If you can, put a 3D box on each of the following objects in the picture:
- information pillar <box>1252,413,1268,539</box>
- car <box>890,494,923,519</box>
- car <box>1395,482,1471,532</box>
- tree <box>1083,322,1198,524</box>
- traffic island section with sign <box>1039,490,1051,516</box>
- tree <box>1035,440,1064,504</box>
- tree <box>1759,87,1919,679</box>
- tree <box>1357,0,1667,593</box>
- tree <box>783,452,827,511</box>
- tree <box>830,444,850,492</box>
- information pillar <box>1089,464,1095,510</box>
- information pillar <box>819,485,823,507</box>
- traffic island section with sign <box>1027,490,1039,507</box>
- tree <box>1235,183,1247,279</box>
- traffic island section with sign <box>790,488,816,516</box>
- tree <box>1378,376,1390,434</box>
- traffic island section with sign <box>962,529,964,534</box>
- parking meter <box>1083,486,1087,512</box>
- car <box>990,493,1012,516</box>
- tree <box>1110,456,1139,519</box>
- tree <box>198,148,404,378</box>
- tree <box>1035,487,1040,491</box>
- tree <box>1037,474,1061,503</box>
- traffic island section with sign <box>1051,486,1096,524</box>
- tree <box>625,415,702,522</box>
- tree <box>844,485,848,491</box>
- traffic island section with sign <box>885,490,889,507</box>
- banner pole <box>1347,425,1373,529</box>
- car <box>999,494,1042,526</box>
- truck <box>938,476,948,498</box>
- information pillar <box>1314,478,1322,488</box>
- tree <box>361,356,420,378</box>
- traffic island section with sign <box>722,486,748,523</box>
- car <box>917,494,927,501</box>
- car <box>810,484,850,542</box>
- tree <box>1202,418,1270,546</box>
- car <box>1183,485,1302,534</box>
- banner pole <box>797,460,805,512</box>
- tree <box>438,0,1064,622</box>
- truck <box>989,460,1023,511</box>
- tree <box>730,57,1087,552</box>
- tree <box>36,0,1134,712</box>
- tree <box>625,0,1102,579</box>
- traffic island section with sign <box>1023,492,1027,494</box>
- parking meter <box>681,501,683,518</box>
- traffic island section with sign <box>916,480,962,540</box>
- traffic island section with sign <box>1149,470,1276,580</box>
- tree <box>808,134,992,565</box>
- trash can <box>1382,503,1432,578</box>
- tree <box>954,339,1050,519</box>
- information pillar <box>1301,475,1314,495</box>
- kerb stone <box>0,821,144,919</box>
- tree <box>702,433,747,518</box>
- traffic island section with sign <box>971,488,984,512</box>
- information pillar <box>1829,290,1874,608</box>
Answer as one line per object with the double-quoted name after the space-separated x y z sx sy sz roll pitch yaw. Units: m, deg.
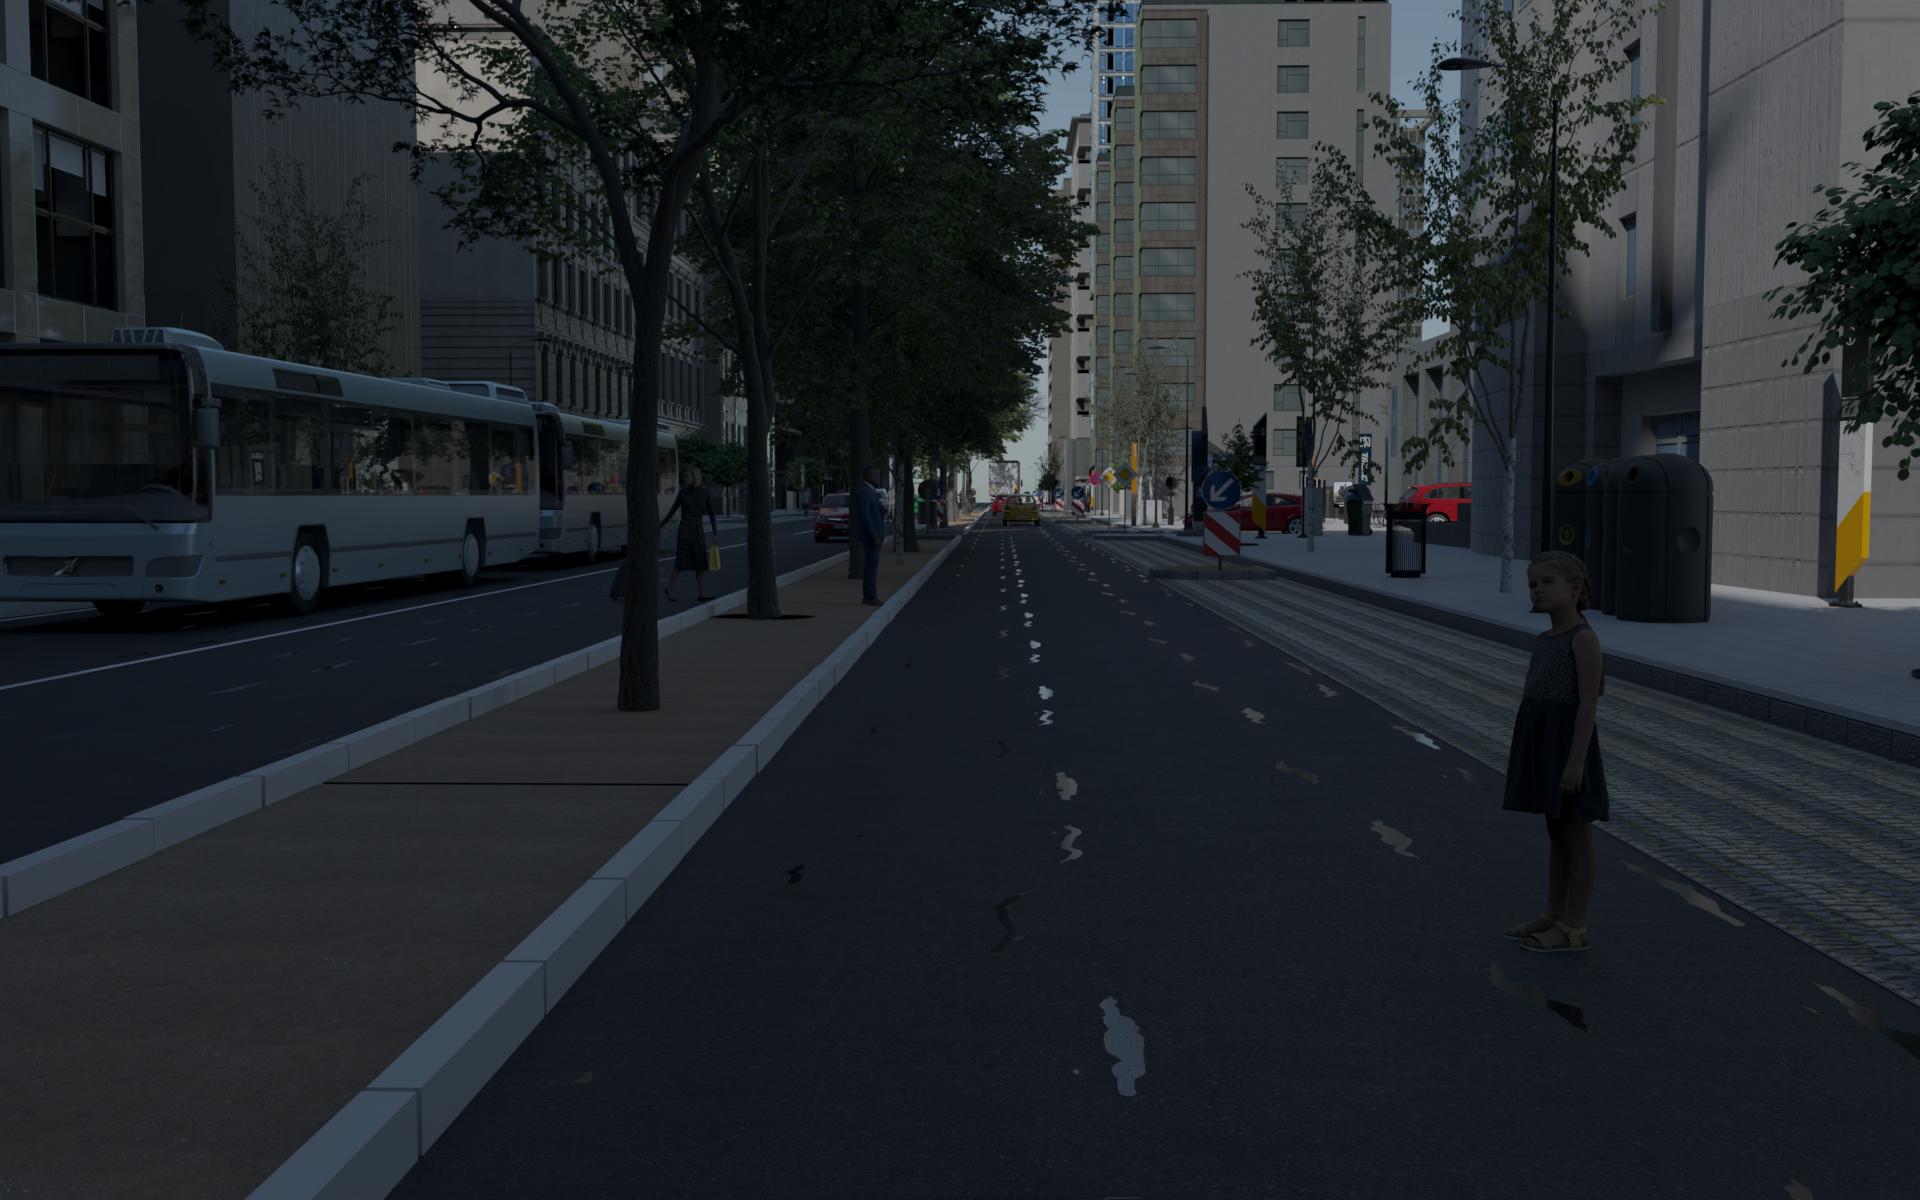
8.612 -3.572 49.761 0.504 3.616 0.183 -2 4 -34 "information pillar"
-3.074 -5.546 99.475 1.959 1.807 4.718 0 3 0 "car"
17.014 -2.966 57.174 5.304 1.827 2.281 0 4 1 "car"
7.620 -7.581 74.317 4.360 8.622 3.978 0 3 0 "tree"
6.250 -6.289 111.445 1.989 1.847 2.006 0 4 1 "traffic island section with sign"
12.138 -17.176 231.183 4.737 8.622 4.395 0 3 0 "tree"
7.343 -1.721 11.846 4.285 4.588 4.351 0 3 0 "tree"
6.985 -4.414 22.532 4.737 8.622 4.395 0 3 0 "tree"
-11.796 -9.078 132.141 4.285 4.588 4.351 0 3 0 "tree"
-10.527 -13.301 167.840 4.360 8.622 3.978 0 3 0 "tree"
10.370 -8.863 136.269 0.504 3.616 0.183 -2 4 -29 "information pillar"
-10.951 -8.085 136.681 0.304 2.012 0.304 0 4 1 "information pillar"
7.455 -9.352 161.529 1.989 1.847 2.006 0 4 1 "traffic island section with sign"
7.940 -5.373 38.211 4.737 8.622 4.395 0 3 0 "tree"
-9.957 -6.347 112.403 1.989 1.847 2.006 0 4 1 "traffic island section with sign"
24.554 -8.739 93.239 4.360 8.622 3.978 0 3 0 "tree"
-0.868 -3.305 62.167 2.006 1.907 1.989 0 4 1 "traffic island section with sign"
9.106 -7.317 125.343 0.399 1.863 0.255 -2 4 -25 "parking meter"
3.061 -6.474 114.895 2.155 1.783 4.494 0 4 3 "car"
8.319 -5.762 88.817 1.663 3.219 1.824 0 3 0 "tree"
-13.782 -5.297 36.971 4.360 8.622 3.978 0 3 0 "tree"
13.304 -18.034 289.460 1.663 3.219 1.824 0 3 0 "tree"
12.231 -15.540 237.784 4.285 4.588 4.351 0 3 0 "tree"
5.607 -4.640 84.498 1.989 1.847 2.006 0 4 1 "traffic island section with sign"
-13.314 -5.288 70.174 4.285 4.588 4.351 0 3 0 "tree"
-11.251 -11.911 189.339 1.663 3.219 1.824 0 3 0 "tree"
-8.080 -11.077 189.737 1.989 1.847 2.006 0 4 1 "traffic island section with sign"
14.556 -4.464 63.001 0.863 3.779 0.401 1 4 20 "banner pole"
2.794 -4.245 79.623 2.015 1.641 3.980 0 4 1 "car"
-2.773 -17.616 276.939 2.839 4.237 11.283 0 3 0 "truck"
16.474 -4.615 79.942 0.304 2.012 0.304 -2 4 -32 "information pillar"
-13.819 -3.531 41.444 4.285 4.588 4.351 0 3 0 "tree"
-10.603 -4.699 85.456 1.989 1.847 2.006 0 4 1 "traffic island section with sign"
-4.259 -11.166 194.365 2.131 1.459 4.920 0 4 1 "car"
-3.460 -2.684 52.931 2.155 1.783 4.494 0 4 -1 "car"
7.071 -2.980 43.321 1.663 3.219 1.824 0 3 0 "tree"
9.674 -2.977 57.711 4.494 1.783 2.155 0 4 2 "car"
-11.651 -8.396 127.295 0.401 3.779 0.863 3 4 37 "banner pole"
-2.364 -5.590 19.613 9.928 11.665 9.643 0 3 0 "tree"
3.897 -9.795 149.054 2.839 4.237 11.283 0 4 3 "truck"
-1.322 -8.137 42.145 9.857 13.997 8.962 0 3 0 "tree"
-2.156 -4.521 10.789 8.767 10.594 7.601 0 4 1 "tree"
-1.583 -6.592 28.358 7.486 12.596 7.792 0 3 0 "tree"
8.134 -11.052 189.330 1.989 1.847 2.006 0 4 1 "traffic island section with sign"
-13.320 -4.611 83.806 0.372 1.533 0.369 0 3 0 "parking meter"
-1.056 -2.852 54.762 2.006 1.907 1.989 0 4 1 "traffic island section with sign"
4.275 -1.288 29.682 1.989 1.847 2.006 0 4 1 "traffic island section with sign"
-1.246 -5.013 34.787 4.737 8.622 4.395 0 3 0 "tree"
6.874 -0.920 26.692 0.748 1.137 0.748 0 3 0 "trash can"
0.461 -12.045 109.770 12.009 13.543 11.850 0 3 0 "tree"
13.639 -3.898 68.230 0.304 2.012 0.304 -1 4 -15 "information pillar"
-3.256 0.973 6.339 0.120 0.150 1.000 0 4 1 "kerb stone"
-12.751 -5.960 81.164 4.285 4.588 4.351 0 3 0 "tree"
0.938 -7.899 137.283 2.006 1.907 1.989 0 4 1 "traffic island section with sign"
10.067 -1.720 19.484 0.183 3.616 0.504 0 4 -6 "information pillar"
